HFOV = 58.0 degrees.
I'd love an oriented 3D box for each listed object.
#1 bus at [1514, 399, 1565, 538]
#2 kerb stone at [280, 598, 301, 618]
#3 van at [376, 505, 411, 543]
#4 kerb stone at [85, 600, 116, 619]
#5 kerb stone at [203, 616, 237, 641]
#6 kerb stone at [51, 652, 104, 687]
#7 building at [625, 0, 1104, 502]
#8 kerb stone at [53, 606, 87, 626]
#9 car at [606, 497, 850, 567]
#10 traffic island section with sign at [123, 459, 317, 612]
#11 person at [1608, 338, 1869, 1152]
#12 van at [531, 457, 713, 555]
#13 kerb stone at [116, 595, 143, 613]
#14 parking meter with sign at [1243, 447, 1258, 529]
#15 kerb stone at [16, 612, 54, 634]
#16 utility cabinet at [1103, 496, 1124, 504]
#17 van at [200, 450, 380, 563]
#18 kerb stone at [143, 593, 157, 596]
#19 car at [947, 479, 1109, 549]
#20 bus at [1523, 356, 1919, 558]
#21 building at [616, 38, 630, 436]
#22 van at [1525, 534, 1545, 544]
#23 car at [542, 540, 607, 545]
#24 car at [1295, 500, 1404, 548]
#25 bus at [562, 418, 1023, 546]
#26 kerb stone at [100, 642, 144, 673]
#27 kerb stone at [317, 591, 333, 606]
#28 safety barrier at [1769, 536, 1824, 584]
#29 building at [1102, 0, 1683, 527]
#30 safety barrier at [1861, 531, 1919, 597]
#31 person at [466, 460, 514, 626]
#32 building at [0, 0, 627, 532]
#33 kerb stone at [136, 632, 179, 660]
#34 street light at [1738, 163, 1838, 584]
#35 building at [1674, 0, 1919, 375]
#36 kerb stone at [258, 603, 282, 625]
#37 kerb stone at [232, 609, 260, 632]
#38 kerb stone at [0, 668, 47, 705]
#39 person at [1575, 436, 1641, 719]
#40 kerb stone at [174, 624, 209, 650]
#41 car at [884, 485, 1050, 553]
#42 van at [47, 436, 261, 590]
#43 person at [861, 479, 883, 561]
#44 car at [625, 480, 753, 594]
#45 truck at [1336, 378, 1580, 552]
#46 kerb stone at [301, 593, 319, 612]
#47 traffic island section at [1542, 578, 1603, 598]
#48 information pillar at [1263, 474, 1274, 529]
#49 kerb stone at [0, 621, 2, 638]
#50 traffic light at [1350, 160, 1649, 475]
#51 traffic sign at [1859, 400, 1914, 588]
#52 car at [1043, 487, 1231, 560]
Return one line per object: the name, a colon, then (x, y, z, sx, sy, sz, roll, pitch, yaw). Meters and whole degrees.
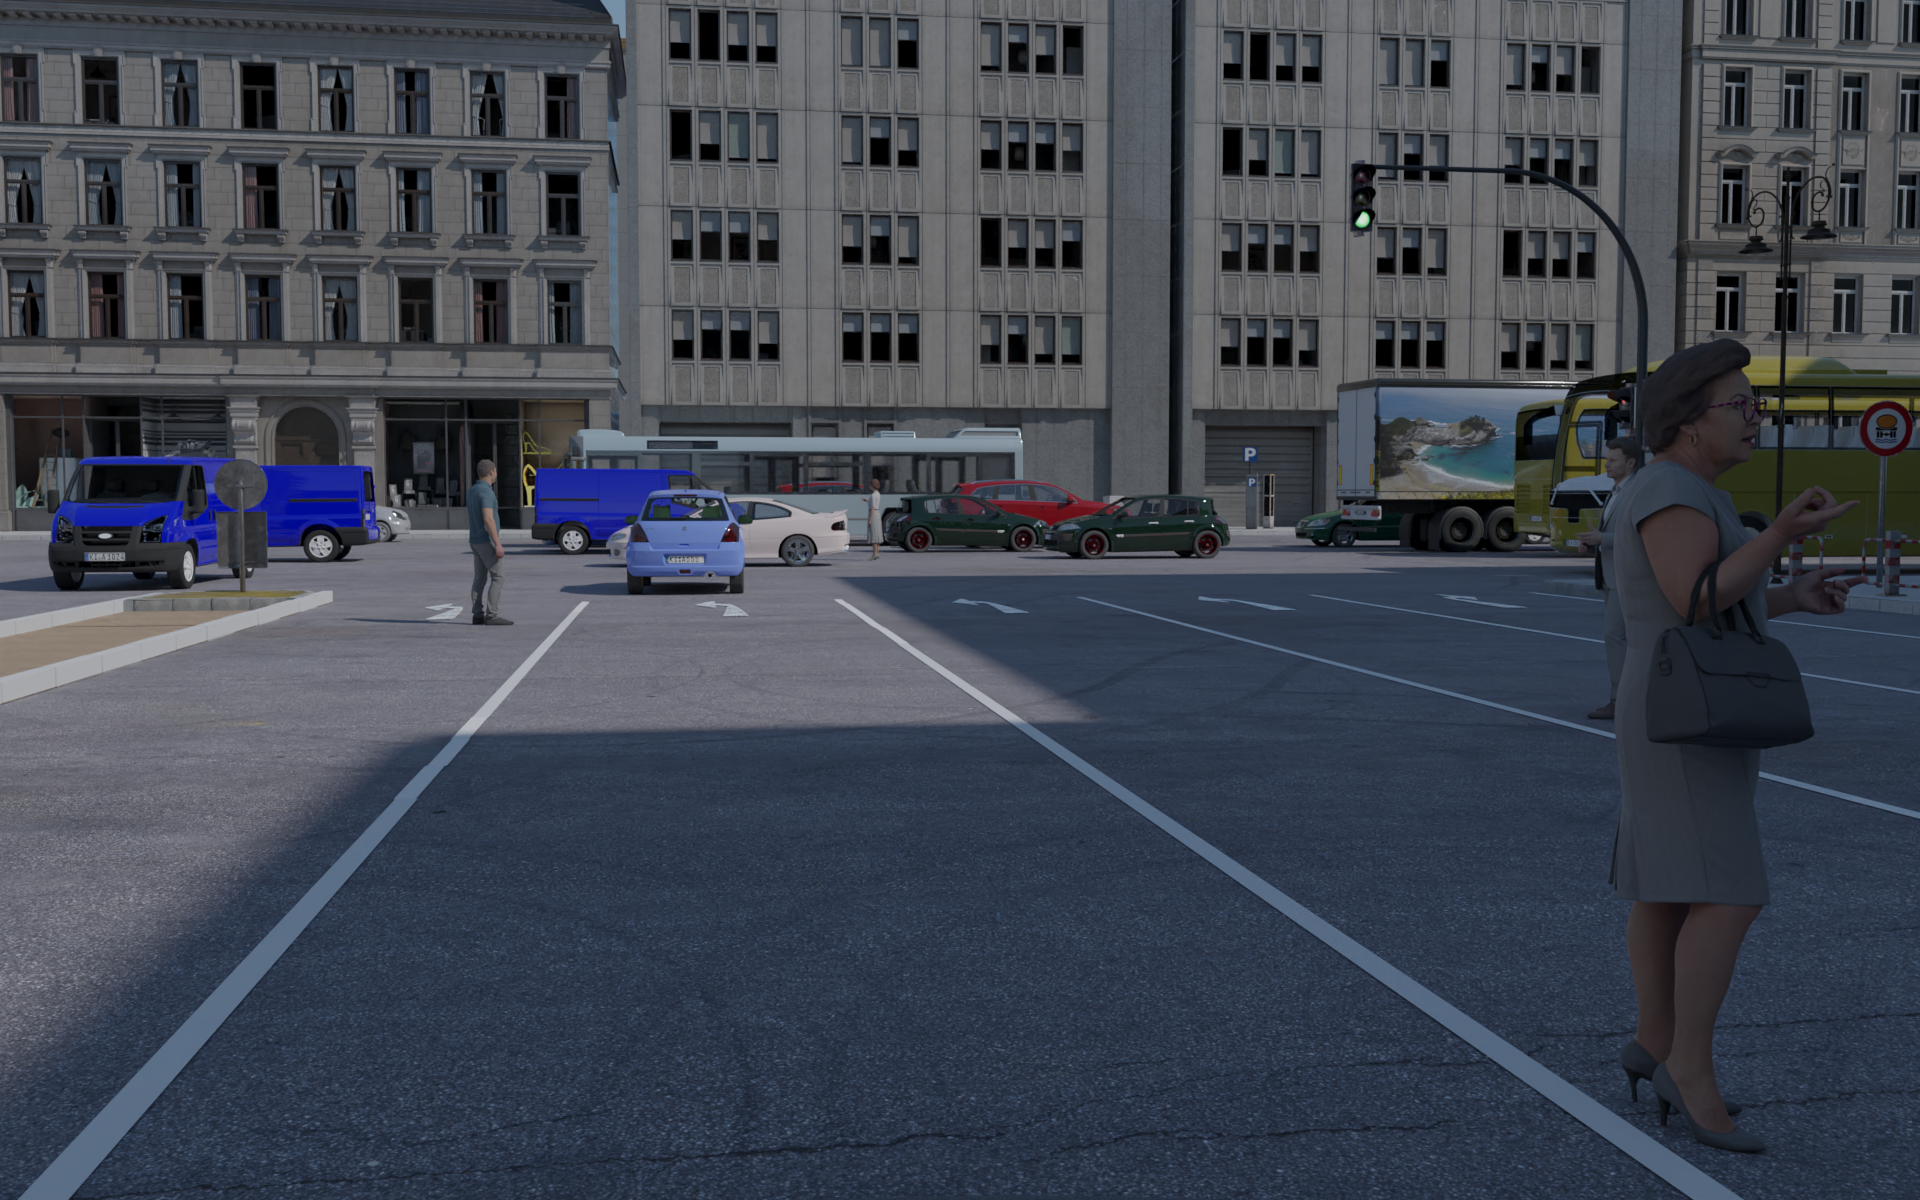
bus: (19.186, -2.974, 40.172, 12.252, 3.916, 2.896, 0, 4, -7)
kerb stone: (-7.971, 0.109, 20.421, 0.120, 0.150, 1.000, -1, 4, -9)
van: (-18.556, -2.733, 51.698, 4.112, 2.044, 2.013, -1, 4, -10)
kerb stone: (-10.039, 0.130, 20.080, 0.120, 0.150, 1.000, -1, 4, -9)
kerb stone: (-7.471, 0.295, 17.372, 0.120, 0.150, 1.000, -1, 4, -9)
kerb stone: (-6.825, 0.544, 13.306, 0.120, 0.150, 1.000, -1, 4, -9)
building: (-2.922, -15.342, 68.865, 19.932, 24.808, 12.078, -1, 4, -9)
kerb stone: (-9.873, 0.192, 19.063, 0.120, 0.150, 1.000, -1, 4, -9)
car: (-4.625, -1.365, 34.672, 4.827, 1.381, 2.083, 0, 4, -8)
traffic island section with sign: (-9.287, -0.849, 22.014, 2.006, 1.907, 1.989, -1, 4, -9)
person: (1.720, 0.306, 3.857, 0.532, 1.782, 0.716, 2, 4, 26)
van: (-7.621, -2.288, 41.793, 5.245, 2.365, 2.240, -1, 4, -9)
kerb stone: (-10.200, 0.067, 21.095, 0.120, 0.150, 1.000, -1, 4, -9)
parking meter with sign: (10.652, -4.109, 63.437, 0.543, 3.016, 1.738, 0, 4, 7)
kerb stone: (-9.711, 0.254, 18.048, 0.120, 0.150, 1.000, -1, 4, -9)
utility cabinet: (5.543, -3.148, 62.627, 0.306, 1.237, 1.020, 3, 4, 36)
van: (-15.105, -1.973, 36.646, 5.245, 2.365, 2.240, -1, 4, -11)
kerb stone: (-10.355, 0.010, 22.115, 0.120, 0.150, 1.000, -1, 4, -9)
car: (1.965, -2.286, 46.053, 5.304, 1.827, 2.281, -1, 4, -11)
bus: (16.710, -2.465, 31.849, 12.252, 3.916, 2.896, -1, 4, -10)
building: (-54.588, -41.827, 225.862, 28.212, 58.520, 21.231, -1, 4, -9)
van: (17.817, -2.814, 50.393, 5.245, 2.365, 2.240, -1, 4, -10)
car: (-8.323, -1.957, 44.003, 4.499, 1.417, 2.014, -1, 4, -9)
car: (11.596, -2.181, 47.458, 4.920, 1.459, 2.131, -1, 4, -9)
bus: (-4.996, -3.248, 47.970, 13.247, 3.499, 2.948, -1, 4, -11)
kerb stone: (-6.986, 0.485, 14.321, 0.120, 0.150, 1.000, -1, 4, -9)
kerb stone: (-8.295, -0.016, 22.453, 0.120, 0.150, 1.000, -1, 4, -9)
safety barrier: (11.413, -0.573, 23.650, 0.300, 0.817, 1.120, -1, 4, -9)
building: (17.200, -15.524, 71.837, 19.932, 24.808, 12.078, -1, 4, -9)
safety barrier: (11.713, -0.457, 21.752, 0.300, 0.817, 1.120, -1, 4, -9)
person: (-5.163, -0.634, 18.993, 0.434, 1.807, 0.598, -2, 4, -27)
building: (-32.720, -12.964, 62.868, 40.483, 20.767, 10.553, -1, 4, -9)
kerb stone: (-7.152, 0.420, 15.335, 0.120, 0.150, 1.000, -1, 4, -9)
street light: (11.700, -3.171, 24.635, 0.468, 5.910, 1.993, -1, 4, -9)
building: (39.494, -16.984, 74.949, 25.104, 27.353, 12.463, -1, 4, -9)
kerb stone: (-7.800, 0.174, 19.406, 0.120, 0.150, 1.000, -1, 4, -9)
kerb stone: (-7.642, 0.233, 18.385, 0.120, 0.150, 1.000, -1, 4, -9)
kerb stone: (-6.667, 0.606, 12.291, 0.120, 0.150, 1.000, -1, 4, -9)
person: (4.196, -0.152, 11.187, 0.583, 1.804, 0.606, 0, 4, -5)
kerb stone: (-7.317, 0.362, 16.355, 0.120, 0.150, 1.000, -1, 4, -9)
car: (0.215, -2.044, 43.210, 4.222, 1.686, 2.009, -1, 4, -10)
van: (-12.792, -1.428, 27.737, 2.240, 2.365, 5.245, 0, 4, -8)
person: (-1.932, -1.735, 37.431, 0.524, 1.755, 0.480, 1, 4, 13)
car: (-4.098, -1.011, 26.124, 1.945, 1.707, 3.694, 0, 4, -7)
truck: (15.324, -3.374, 44.076, 11.283, 4.237, 2.839, -1, 4, -11)
kerb stone: (-8.129, 0.055, 21.437, 0.120, 0.150, 1.000, -1, 4, -9)
traffic island section: (9.695, -0.154, 24.797, 2.009, 0.180, 2.903, -1, 4, -9)
information pillar: (11.448, -3.655, 64.248, 0.304, 2.012, 0.304, 3, 4, 37)
kerb stone: (-9.547, 0.316, 17.034, 0.120, 0.150, 1.000, -1, 4, -9)
traffic light: (7.602, -3.030, 24.207, 4.771, 5.953, 1.251, -1, 4, -9)
traffic sign: (12.598, -1.440, 23.657, 0.768, 2.556, 0.104, 0, 4, -4)
car: (3.982, -1.780, 38.883, 4.222, 1.686, 2.009, -1, 4, -11)
